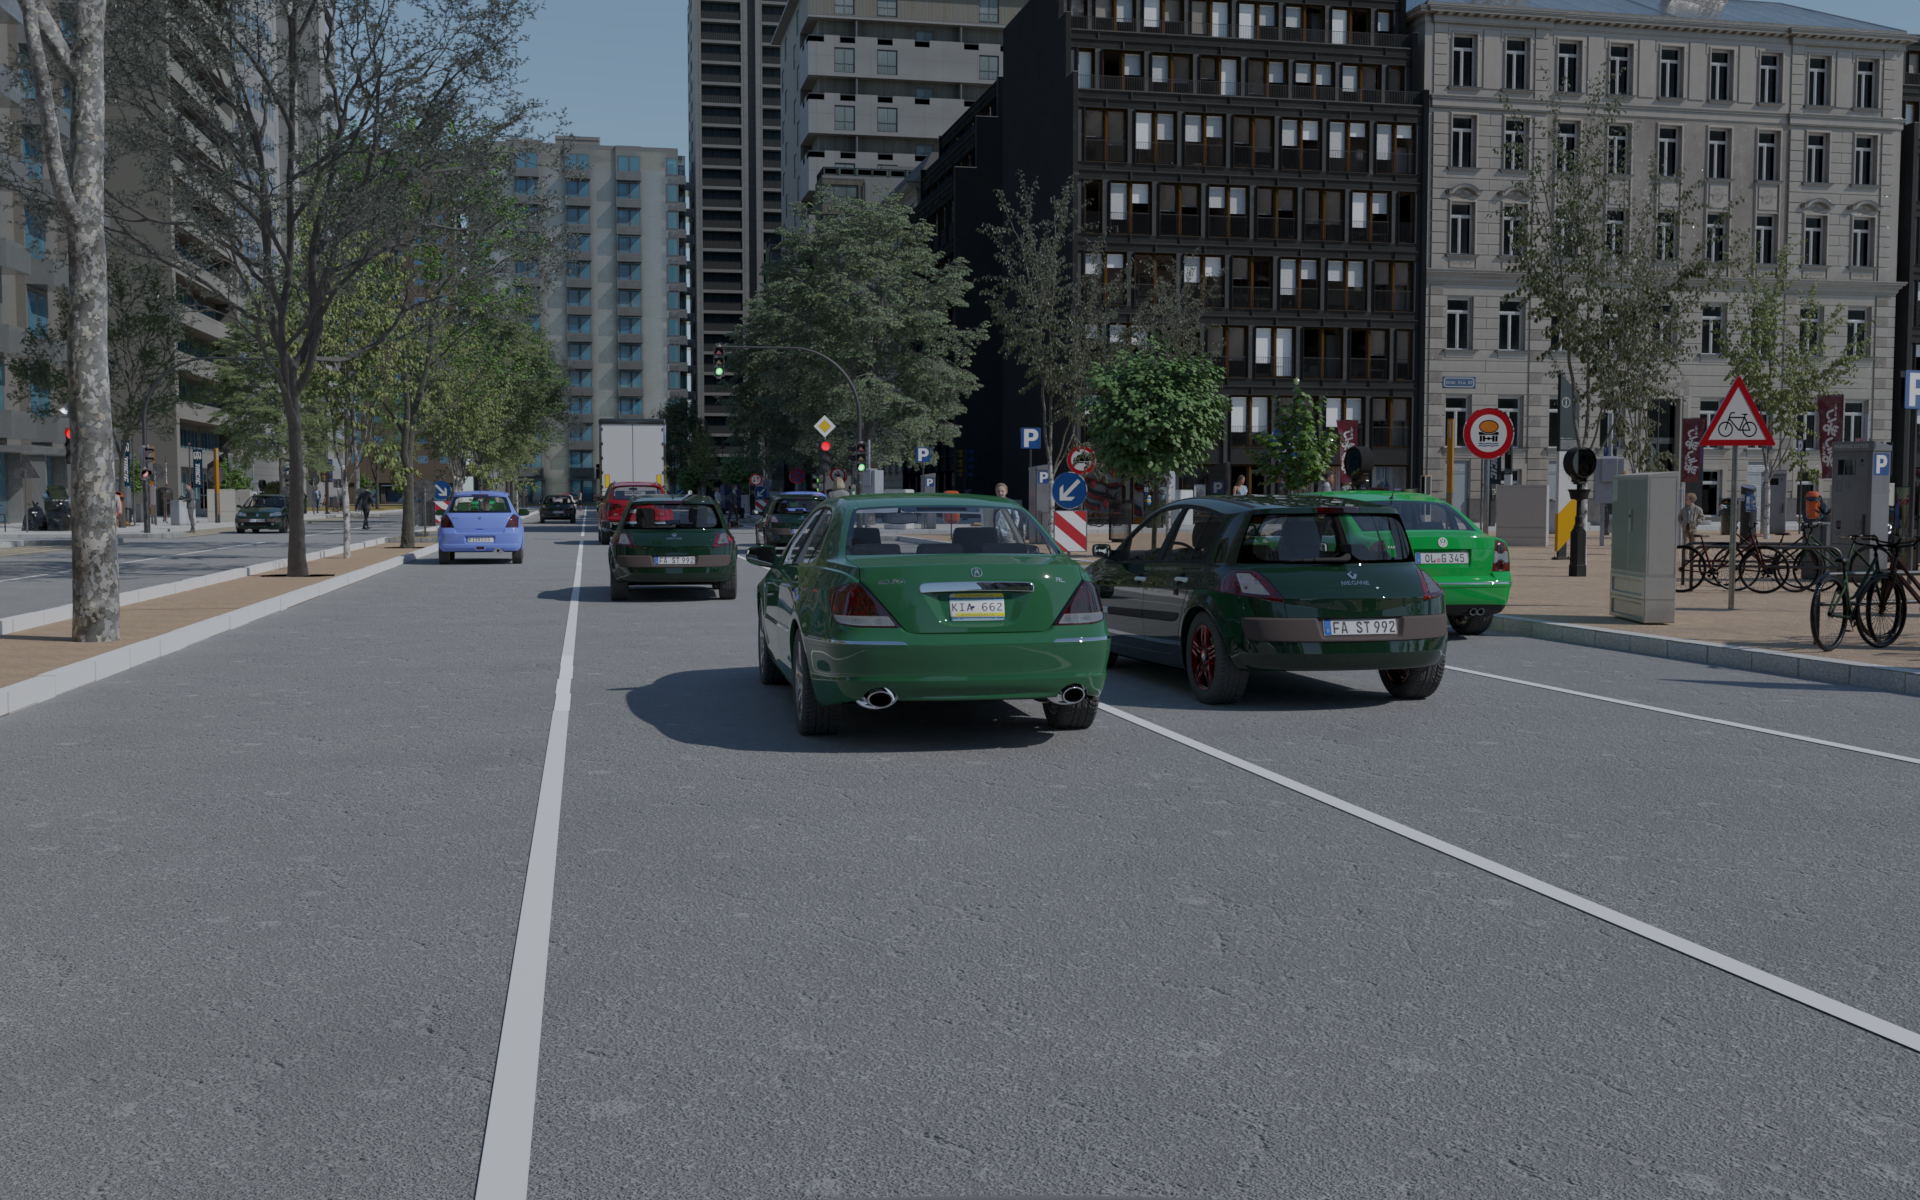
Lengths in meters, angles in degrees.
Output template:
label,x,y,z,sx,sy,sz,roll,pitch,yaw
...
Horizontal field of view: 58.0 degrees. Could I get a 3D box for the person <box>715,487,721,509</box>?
label,x,y,z,sx,sy,sz,roll,pitch,yaw
person,-13.415,-5.297,95.329,0.641,1.798,0.478,1,4,13

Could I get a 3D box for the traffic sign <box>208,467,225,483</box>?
label,x,y,z,sx,sy,sz,roll,pitch,yaw
traffic sign,-34.061,-4.847,79.352,0.768,2.556,0.104,0,4,-7

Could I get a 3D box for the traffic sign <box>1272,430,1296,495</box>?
label,x,y,z,sx,sy,sz,roll,pitch,yaw
traffic sign,5.742,-1.835,30.103,0.768,2.556,0.104,0,4,-5

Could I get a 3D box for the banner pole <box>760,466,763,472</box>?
label,x,y,z,sx,sy,sz,roll,pitch,yaw
banner pole,-14.861,-8.420,127.690,0.863,3.779,0.401,-2,4,-24

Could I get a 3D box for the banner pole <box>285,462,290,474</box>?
label,x,y,z,sx,sy,sz,roll,pitch,yaw
banner pole,-43.338,-7.424,111.397,0.401,3.779,0.863,1,4,18

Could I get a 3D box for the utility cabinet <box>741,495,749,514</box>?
label,x,y,z,sx,sy,sz,roll,pitch,yaw
utility cabinet,-14.276,-6.313,114.385,1.020,1.237,0.306,2,4,31

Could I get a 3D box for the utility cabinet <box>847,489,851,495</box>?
label,x,y,z,sx,sy,sz,roll,pitch,yaw
utility cabinet,-4.781,-4.531,82.768,1.173,1.500,0.318,-1,4,-9

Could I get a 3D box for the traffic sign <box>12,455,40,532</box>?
label,x,y,z,sx,sy,sz,roll,pitch,yaw
traffic sign,-31.139,-3.532,57.749,0.884,2.594,0.081,0,4,-6

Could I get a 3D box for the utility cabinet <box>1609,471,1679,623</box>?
label,x,y,z,sx,sy,sz,roll,pitch,yaw
utility cabinet,6.875,-0.538,17.471,0.318,1.500,1.173,0,4,5

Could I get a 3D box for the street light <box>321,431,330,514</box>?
label,x,y,z,sx,sy,sz,roll,pitch,yaw
street light,-40.276,-8.391,109.986,0.468,5.910,1.993,-1,4,-12

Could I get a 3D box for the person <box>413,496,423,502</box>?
label,x,y,z,sx,sy,sz,roll,pitch,yaw
person,-43.952,-8.059,141.083,1.217,1.723,0.721,-1,4,-11

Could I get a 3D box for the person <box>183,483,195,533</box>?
label,x,y,z,sx,sy,sz,roll,pitch,yaw
person,-28.428,-3.397,63.849,0.447,1.846,0.655,-2,4,-25

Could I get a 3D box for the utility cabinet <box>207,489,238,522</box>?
label,x,y,z,sx,sy,sz,roll,pitch,yaw
utility cabinet,-33.680,-4.299,78.971,1.173,1.500,0.318,-2,4,-24

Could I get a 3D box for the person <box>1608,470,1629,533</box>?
label,x,y,z,sx,sy,sz,roll,pitch,yaw
person,14.099,-1.850,36.635,0.624,1.780,0.694,-2,4,-28

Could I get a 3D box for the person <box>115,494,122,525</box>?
label,x,y,z,sx,sy,sz,roll,pitch,yaw
person,-19.231,-1.821,38.952,0.731,1.740,0.598,-1,4,-21

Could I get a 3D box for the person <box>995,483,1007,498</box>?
label,x,y,z,sx,sy,sz,roll,pitch,yaw
person,0.655,-1.028,27.113,0.589,1.601,0.330,1,4,13

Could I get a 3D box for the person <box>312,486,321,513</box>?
label,x,y,z,sx,sy,sz,roll,pitch,yaw
person,-43.295,-6.744,116.491,0.419,1.800,0.721,3,5,43

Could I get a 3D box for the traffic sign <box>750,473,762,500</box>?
label,x,y,z,sx,sy,sz,roll,pitch,yaw
traffic sign,-12.467,-6.471,105.910,0.768,2.556,0.104,-1,4,-9

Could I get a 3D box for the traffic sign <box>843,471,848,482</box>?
label,x,y,z,sx,sy,sz,roll,pitch,yaw
traffic sign,-5.905,-5.196,85.057,0.768,2.556,0.104,0,4,-7

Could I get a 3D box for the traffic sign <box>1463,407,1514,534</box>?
label,x,y,z,sx,sy,sz,roll,pitch,yaw
traffic sign,7.728,-1.549,25.433,0.768,2.556,0.104,0,4,-5

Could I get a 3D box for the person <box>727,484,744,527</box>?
label,x,y,z,sx,sy,sz,roll,pitch,yaw
person,-9.714,-4.063,74.704,0.755,1.850,0.659,1,4,19

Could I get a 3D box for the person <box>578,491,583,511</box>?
label,x,y,z,sx,sy,sz,roll,pitch,yaw
person,-32.305,-8.423,147.004,0.721,1.735,1.217,-1,4,-14

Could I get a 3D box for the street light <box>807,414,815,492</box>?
label,x,y,z,sx,sy,sz,roll,pitch,yaw
street light,-7.052,-6.700,82.332,0.468,5.910,1.993,-1,4,-12

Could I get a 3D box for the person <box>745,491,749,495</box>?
label,x,y,z,sx,sy,sz,roll,pitch,yaw
person,-17.730,-8.314,141.996,1.348,1.821,0.705,1,4,11

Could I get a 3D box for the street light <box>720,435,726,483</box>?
label,x,y,z,sx,sy,sz,roll,pitch,yaw
street light,-18.492,-9.921,134.995,0.468,5.910,1.993,-1,4,-12

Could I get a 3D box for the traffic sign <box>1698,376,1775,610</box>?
label,x,y,z,sx,sy,sz,roll,pitch,yaw
traffic sign,8.563,-1.172,19.160,0.884,2.594,0.081,0,4,-6

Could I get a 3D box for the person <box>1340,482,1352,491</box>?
label,x,y,z,sx,sy,sz,roll,pitch,yaw
person,11.958,-2.891,53.416,0.767,1.812,0.694,3,5,39

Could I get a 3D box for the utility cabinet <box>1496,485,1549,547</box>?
label,x,y,z,sx,sy,sz,roll,pitch,yaw
utility cabinet,13.580,-2.026,41.805,1.173,1.500,0.318,2,4,30

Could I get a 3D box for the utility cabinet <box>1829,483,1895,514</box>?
label,x,y,z,sx,sy,sz,roll,pitch,yaw
utility cabinet,18.404,-1.634,35.395,0.318,1.500,1.173,-2,4,-33

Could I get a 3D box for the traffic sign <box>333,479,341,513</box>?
label,x,y,z,sx,sy,sz,roll,pitch,yaw
traffic sign,-41.999,-7.022,116.939,0.606,2.300,0.079,0,4,-5

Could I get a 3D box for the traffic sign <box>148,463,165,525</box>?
label,x,y,z,sx,sy,sz,roll,pitch,yaw
traffic sign,-33.281,-4.373,71.612,0.768,2.556,0.104,-1,4,-11

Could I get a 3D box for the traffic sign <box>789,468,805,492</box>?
label,x,y,z,sx,sy,sz,roll,pitch,yaw
traffic sign,-8.085,-5.254,86.003,0.768,2.556,0.104,-1,4,-9

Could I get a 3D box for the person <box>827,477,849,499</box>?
label,x,y,z,sx,sy,sz,roll,pitch,yaw
person,-2.695,-1.761,37.472,0.709,1.800,0.728,0,4,1

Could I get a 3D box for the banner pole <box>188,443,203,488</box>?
label,x,y,z,sx,sy,sz,roll,pitch,yaw
banner pole,-37.533,-5.807,84.958,0.401,3.779,0.863,3,5,43

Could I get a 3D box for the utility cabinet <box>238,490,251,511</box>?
label,x,y,z,sx,sy,sz,roll,pitch,yaw
utility cabinet,-37.278,-4.946,89.547,1.173,1.500,0.318,0,4,-5

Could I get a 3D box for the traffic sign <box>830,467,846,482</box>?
label,x,y,z,sx,sy,sz,roll,pitch,yaw
traffic sign,-5.690,-4.932,80.742,0.768,2.556,0.104,0,4,-3

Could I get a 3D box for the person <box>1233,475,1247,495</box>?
label,x,y,z,sx,sy,sz,roll,pitch,yaw
person,7.846,-2.605,48.727,0.616,1.811,0.778,-2,4,-29

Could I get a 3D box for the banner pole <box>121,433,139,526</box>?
label,x,y,z,sx,sy,sz,roll,pitch,yaw
banner pole,-33.765,-4.916,70.395,0.401,3.779,0.863,1,4,17

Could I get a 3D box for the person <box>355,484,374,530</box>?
label,x,y,z,sx,sy,sz,roll,pitch,yaw
person,-23.860,-3.756,69.690,0.659,1.850,0.755,1,4,18

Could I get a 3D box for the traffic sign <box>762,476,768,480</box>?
label,x,y,z,sx,sy,sz,roll,pitch,yaw
traffic sign,-14.202,-7.625,124.771,0.768,2.556,0.104,0,4,-7

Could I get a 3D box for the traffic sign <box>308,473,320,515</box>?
label,x,y,z,sx,sy,sz,roll,pitch,yaw
traffic sign,-39.929,-6.539,107.011,0.768,2.556,0.104,0,4,-3

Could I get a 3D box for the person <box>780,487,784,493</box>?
label,x,y,z,sx,sy,sz,roll,pitch,yaw
person,-13.673,-7.678,131.746,0.590,1.801,0.661,0,4,3

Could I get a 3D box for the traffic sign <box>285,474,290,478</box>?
label,x,y,z,sx,sy,sz,roll,pitch,yaw
traffic sign,-42.750,-6.723,110.025,0.768,2.556,0.104,-1,4,-8

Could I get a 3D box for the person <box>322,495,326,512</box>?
label,x,y,z,sx,sy,sz,roll,pitch,yaw
person,-46.469,-7.097,126.741,0.373,1.253,0.362,0,4,-7

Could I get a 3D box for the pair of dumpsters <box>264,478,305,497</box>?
label,x,y,z,sx,sy,sz,roll,pitch,yaw
pair of dumpsters,-39.397,-6.032,101.122,1.574,2.255,4.437,-1,4,-12

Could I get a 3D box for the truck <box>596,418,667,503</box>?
label,x,y,z,sx,sy,sz,roll,pitch,yaw
truck,-13.238,-4.942,69.711,2.839,4.237,11.283,-1,4,-11

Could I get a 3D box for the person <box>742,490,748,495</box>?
label,x,y,z,sx,sy,sz,roll,pitch,yaw
person,-17.333,-8.050,138.375,0.721,1.735,1.217,3,4,37

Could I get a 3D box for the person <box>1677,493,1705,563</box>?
label,x,y,z,sx,sy,sz,roll,pitch,yaw
person,13.550,-1.333,32.111,0.475,1.303,0.640,2,4,25

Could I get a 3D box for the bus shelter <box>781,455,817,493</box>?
label,x,y,z,sx,sy,sz,roll,pitch,yaw
bus shelter,-9.781,-6.910,104.267,1.731,3.624,6.357,-1,4,-12

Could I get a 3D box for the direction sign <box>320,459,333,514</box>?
label,x,y,z,sx,sy,sz,roll,pitch,yaw
direction sign,-41.883,-7.496,114.556,0.379,3.537,0.876,3,5,41

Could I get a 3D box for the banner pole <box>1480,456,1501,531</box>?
label,x,y,z,sx,sy,sz,roll,pitch,yaw
banner pole,16.834,-3.981,55.109,0.863,3.779,0.401,3,4,38

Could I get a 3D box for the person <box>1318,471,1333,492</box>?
label,x,y,z,sx,sy,sz,roll,pitch,yaw
person,7.932,-1.919,37.700,0.850,1.792,0.678,0,4,-5

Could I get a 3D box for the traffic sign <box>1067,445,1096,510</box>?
label,x,y,z,sx,sy,sz,roll,pitch,yaw
traffic sign,3.155,-2.754,45.138,0.768,2.556,0.104,0,4,-6
